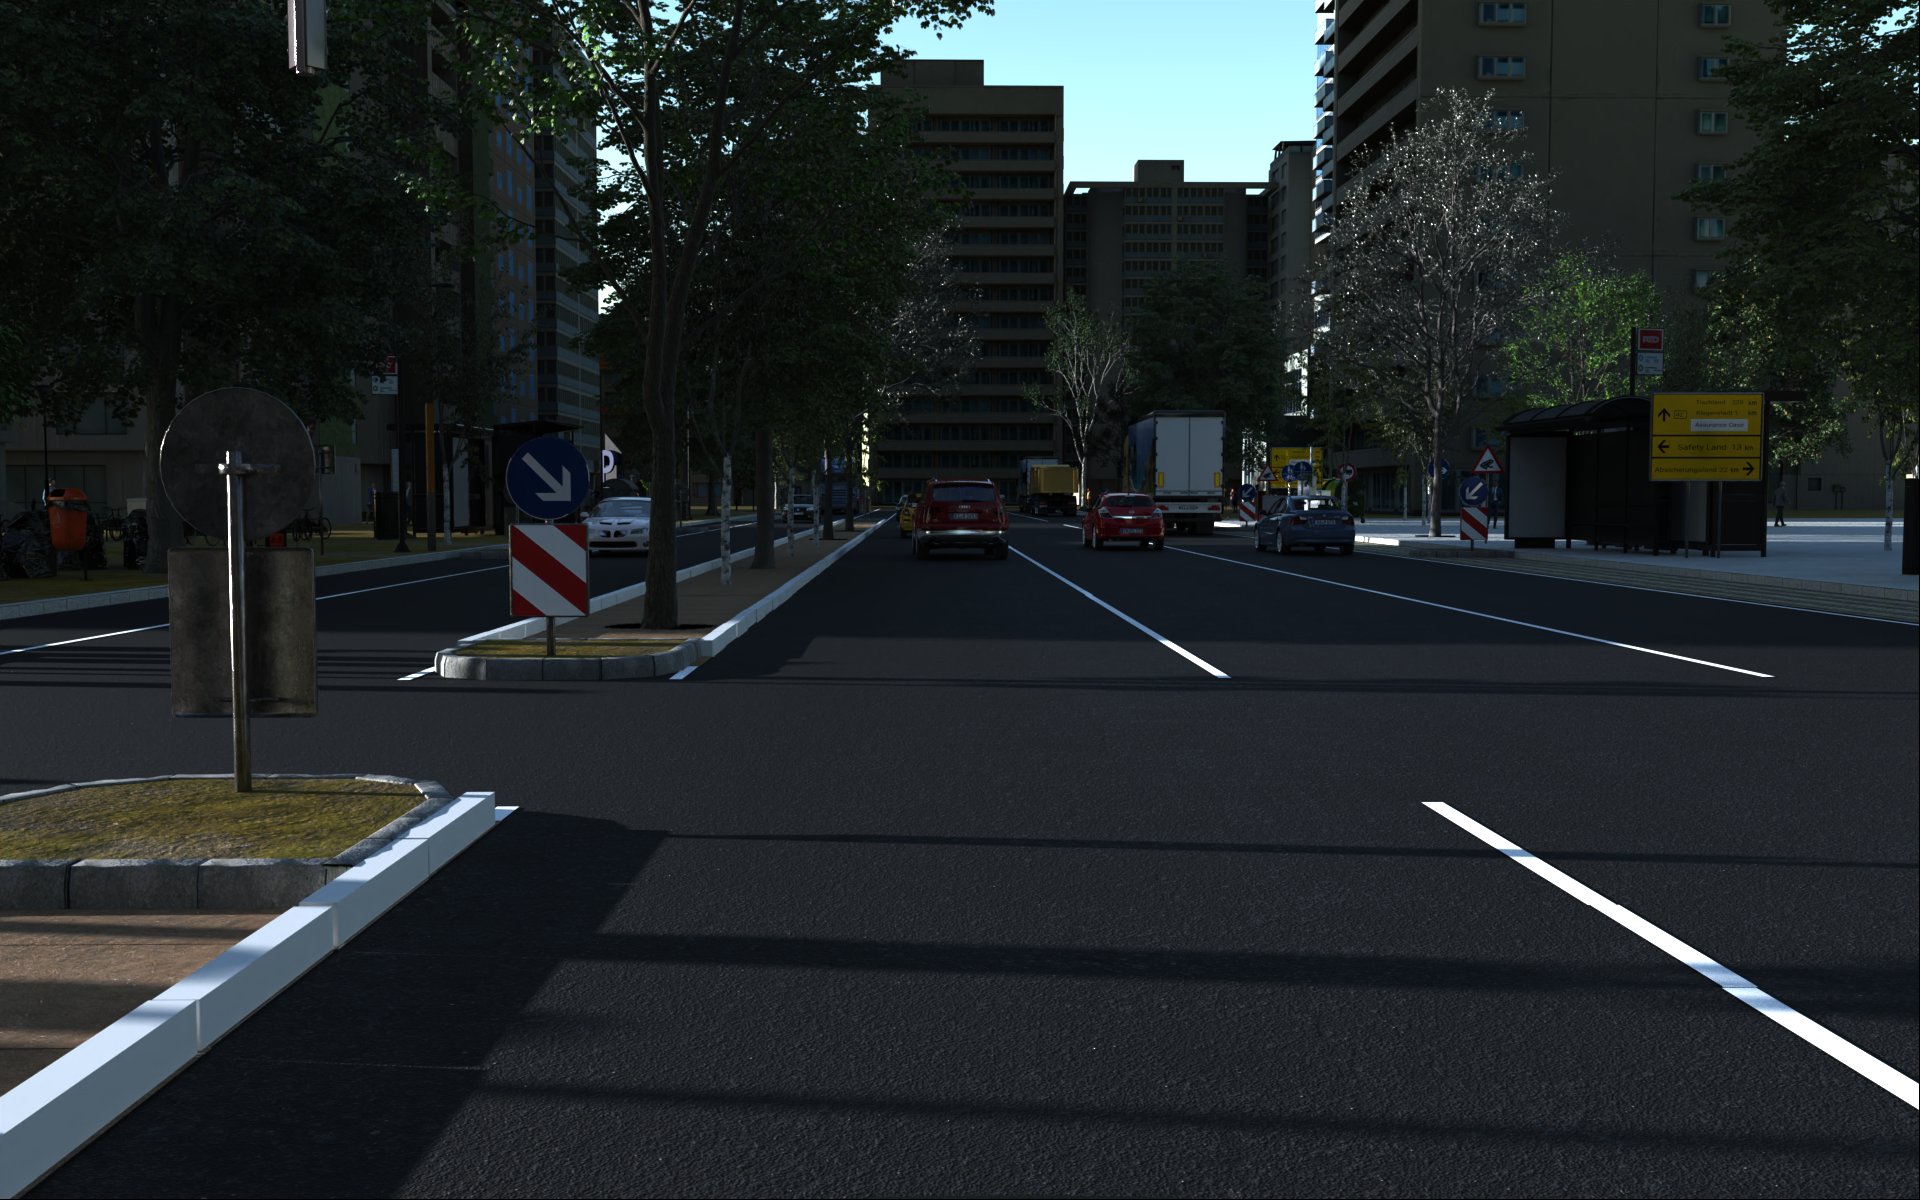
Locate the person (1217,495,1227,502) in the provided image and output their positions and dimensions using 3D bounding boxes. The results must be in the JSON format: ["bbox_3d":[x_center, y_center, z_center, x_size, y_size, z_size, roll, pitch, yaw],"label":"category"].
[{"bbox_3d":[21.659,-8.490,144.485,1.348,1.869,0.705,1,4,22],"label":"person"}]

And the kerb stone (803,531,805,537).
[{"bbox_3d":[-5.246,-2.111,56.705,0.120,0.150,1.000,0,4,-1],"label":"kerb stone"}]

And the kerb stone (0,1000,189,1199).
[{"bbox_3d":[-1.987,1.120,3.897,0.120,0.150,1.000,0,4,-1],"label":"kerb stone"}]

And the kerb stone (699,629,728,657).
[{"bbox_3d":[-2.241,0.398,15.687,0.120,0.150,1.000,0,4,-1],"label":"kerb stone"}]

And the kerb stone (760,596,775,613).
[{"bbox_3d":[-2.360,0.093,20.800,0.120,0.150,1.000,0,4,-1],"label":"kerb stone"}]

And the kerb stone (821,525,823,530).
[{"bbox_3d":[-5.543,-2.924,70.016,0.120,0.150,1.000,0,4,-1],"label":"kerb stone"}]

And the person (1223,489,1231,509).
[{"bbox_3d":[23.169,-8.879,151.743,1.217,1.766,0.721,-1,4,-14],"label":"person"}]

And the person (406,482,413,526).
[{"bbox_3d":[-21.912,-3.815,68.813,0.661,1.777,0.834,1,4,18],"label":"person"}]

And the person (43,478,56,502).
[{"bbox_3d":[-31.211,-3.262,59.402,0.620,1.820,0.660,0,4,2],"label":"person"}]

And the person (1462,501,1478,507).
[{"bbox_3d":[19.507,-3.682,66.261,0.660,1.820,0.620,1,4,18],"label":"person"}]

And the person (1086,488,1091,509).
[{"bbox_3d":[11.281,-8.909,151.797,0.705,1.812,1.348,-1,4,-9],"label":"person"}]

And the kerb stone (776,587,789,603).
[{"bbox_3d":[-2.391,-0.037,22.850,0.120,0.150,1.000,0,4,-1],"label":"kerb stone"}]

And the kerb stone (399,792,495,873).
[{"bbox_3d":[-2.052,0.932,6.962,0.120,0.150,1.000,0,4,-1],"label":"kerb stone"}]

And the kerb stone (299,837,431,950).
[{"bbox_3d":[-2.026,0.994,5.940,0.120,0.150,1.000,0,4,-1],"label":"kerb stone"}]

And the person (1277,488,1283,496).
[{"bbox_3d":[24.069,-7.544,130.075,0.721,1.739,1.217,3,4,39],"label":"person"}]

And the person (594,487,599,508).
[{"bbox_3d":[-26.663,-7.408,127.183,1.348,1.822,0.705,1,4,20],"label":"person"}]

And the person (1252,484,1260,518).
[{"bbox_3d":[16.273,-5.417,94.614,0.705,1.824,1.348,3,5,41],"label":"person"}]

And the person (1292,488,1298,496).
[{"bbox_3d":[20.597,-6.111,105.959,0.705,1.824,1.348,-1,4,-11],"label":"person"}]

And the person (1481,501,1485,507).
[{"bbox_3d":[29.404,-5.519,96.944,0.551,1.740,0.621,-2,4,-33],"label":"person"}]

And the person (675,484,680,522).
[{"bbox_3d":[-13.315,-4.533,80.377,0.641,1.798,0.478,-3,5,-41],"label":"person"}]

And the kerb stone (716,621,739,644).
[{"bbox_3d":[-2.271,0.336,16.709,0.120,0.150,1.000,0,4,-1],"label":"kerb stone"}]

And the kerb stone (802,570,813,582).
[{"bbox_3d":[-2.514,-0.354,27.980,0.120,0.150,1.000,0,4,-1],"label":"kerb stone"}]

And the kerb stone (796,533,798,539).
[{"bbox_3d":[-5.182,-1.923,53.633,0.120,0.150,1.000,0,4,-1],"label":"kerb stone"}]

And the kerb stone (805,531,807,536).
[{"bbox_3d":[-5.272,-2.173,57.728,0.120,0.150,1.000,0,4,-1],"label":"kerb stone"}]

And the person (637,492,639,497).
[{"bbox_3d":[-31.055,-9.722,165.681,1.217,1.739,0.721,3,5,44],"label":"person"}]

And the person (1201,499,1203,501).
[{"bbox_3d":[14.238,-5.751,100.997,0.530,1.710,0.541,-2,4,-24],"label":"person"}]

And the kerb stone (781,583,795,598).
[{"bbox_3d":[-2.413,-0.103,23.872,0.120,0.150,1.000,0,4,-1],"label":"kerb stone"}]

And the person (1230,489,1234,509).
[{"bbox_3d":[23.623,-8.736,149.415,0.617,1.759,0.750,-3,5,-42],"label":"person"}]

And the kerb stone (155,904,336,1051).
[{"bbox_3d":[-2.011,1.063,4.919,0.120,0.150,1.000,0,4,-1],"label":"kerb stone"}]

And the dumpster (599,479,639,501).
[{"bbox_3d":[-12.888,-3.652,65.465,1.264,1.857,1.865,0,4,-1],"label":"dumpster"}]

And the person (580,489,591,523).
[{"bbox_3d":[-14.340,-3.653,65.968,0.583,1.804,0.606,0,4,7],"label":"person"}]

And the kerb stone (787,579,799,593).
[{"bbox_3d":[-2.447,-0.164,24.895,0.120,0.150,1.000,0,4,-1],"label":"kerb stone"}]

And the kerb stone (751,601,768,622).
[{"bbox_3d":[-2.329,0.148,19.778,0.120,0.150,1.000,0,4,-1],"label":"kerb stone"}]

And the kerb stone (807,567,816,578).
[{"bbox_3d":[-2.539,-0.415,29.012,0.120,0.150,1.000,0,4,-1],"label":"kerb stone"}]

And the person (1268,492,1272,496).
[{"bbox_3d":[22.686,-7.118,125.614,0.799,1.438,0.628,-2,4,-27],"label":"person"}]

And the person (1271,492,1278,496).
[{"bbox_3d":[20.221,-6.243,111.297,0.628,1.438,0.799,1,4,17],"label":"person"}]

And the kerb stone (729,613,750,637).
[{"bbox_3d":[-2.284,0.273,17.731,0.120,0.150,1.000,0,4,-1],"label":"kerb stone"}]

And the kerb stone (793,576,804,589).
[{"bbox_3d":[-2.473,-0.229,25.932,0.120,0.150,1.000,0,4,-1],"label":"kerb stone"}]

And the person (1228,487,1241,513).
[{"bbox_3d":[18.646,-6.781,117.600,0.721,1.739,1.217,-3,4,-37],"label":"person"}]

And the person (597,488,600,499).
[{"bbox_3d":[-23.693,-6.611,114.951,0.721,1.723,1.217,2,4,29],"label":"person"}]

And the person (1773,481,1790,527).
[{"bbox_3d":[32.418,-3.782,68.277,0.834,1.777,0.661,-2,4,-26],"label":"person"}]

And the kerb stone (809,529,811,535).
[{"bbox_3d":[-5.315,-2.297,59.779,0.120,0.150,1.000,0,4,-1],"label":"kerb stone"}]

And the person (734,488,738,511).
[{"bbox_3d":[-17.495,-7.830,134.783,0.721,1.735,1.217,-1,4,-10],"label":"person"}]

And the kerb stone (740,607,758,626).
[{"bbox_3d":[-2.319,0.211,18.753,0.120,0.150,1.000,0,4,-1],"label":"kerb stone"}]

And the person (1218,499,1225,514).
[{"bbox_3d":[16.243,-6.255,108.838,0.750,1.759,0.617,0,4,-1],"label":"person"}]

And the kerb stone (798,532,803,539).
[{"bbox_3d":[-5.228,-2.048,55.678,0.120,0.150,1.000,0,4,-1],"label":"kerb stone"}]

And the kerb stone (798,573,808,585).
[{"bbox_3d":[-2.495,-0.287,26.956,0.120,0.150,1.000,0,4,-1],"label":"kerb stone"}]

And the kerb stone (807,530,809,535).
[{"bbox_3d":[-5.298,-2.234,58.750,0.120,0.150,1.000,0,4,-1],"label":"kerb stone"}]

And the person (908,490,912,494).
[{"bbox_3d":[-4.457,-9.059,156.623,0.705,1.822,1.348,-1,4,-22],"label":"person"}]

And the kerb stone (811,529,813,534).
[{"bbox_3d":[-5.342,-2.360,60.801,0.120,0.150,1.000,0,4,-1],"label":"kerb stone"}]

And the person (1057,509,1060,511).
[{"bbox_3d":[8.152,-8.147,141.847,1.348,1.807,0.705,3,5,40],"label":"person"}]

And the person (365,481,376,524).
[{"bbox_3d":[-25.091,-4.149,73.908,0.654,1.822,0.581,2,4,34],"label":"person"}]

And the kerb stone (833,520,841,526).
[{"bbox_3d":[-5.793,-3.615,81.298,0.120,0.150,1.000,0,4,-1],"label":"kerb stone"}]

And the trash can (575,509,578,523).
[{"bbox_3d":[-17.381,-4.018,77.345,0.748,1.137,0.748,0,3,0],"label":"trash can"}]

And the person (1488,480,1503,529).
[{"bbox_3d":[19.788,-3.551,64.284,0.721,1.800,0.419,1,4,15],"label":"person"}]

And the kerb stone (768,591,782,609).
[{"bbox_3d":[-2.371,0.023,21.822,0.120,0.150,1.000,0,4,-1],"label":"kerb stone"}]
